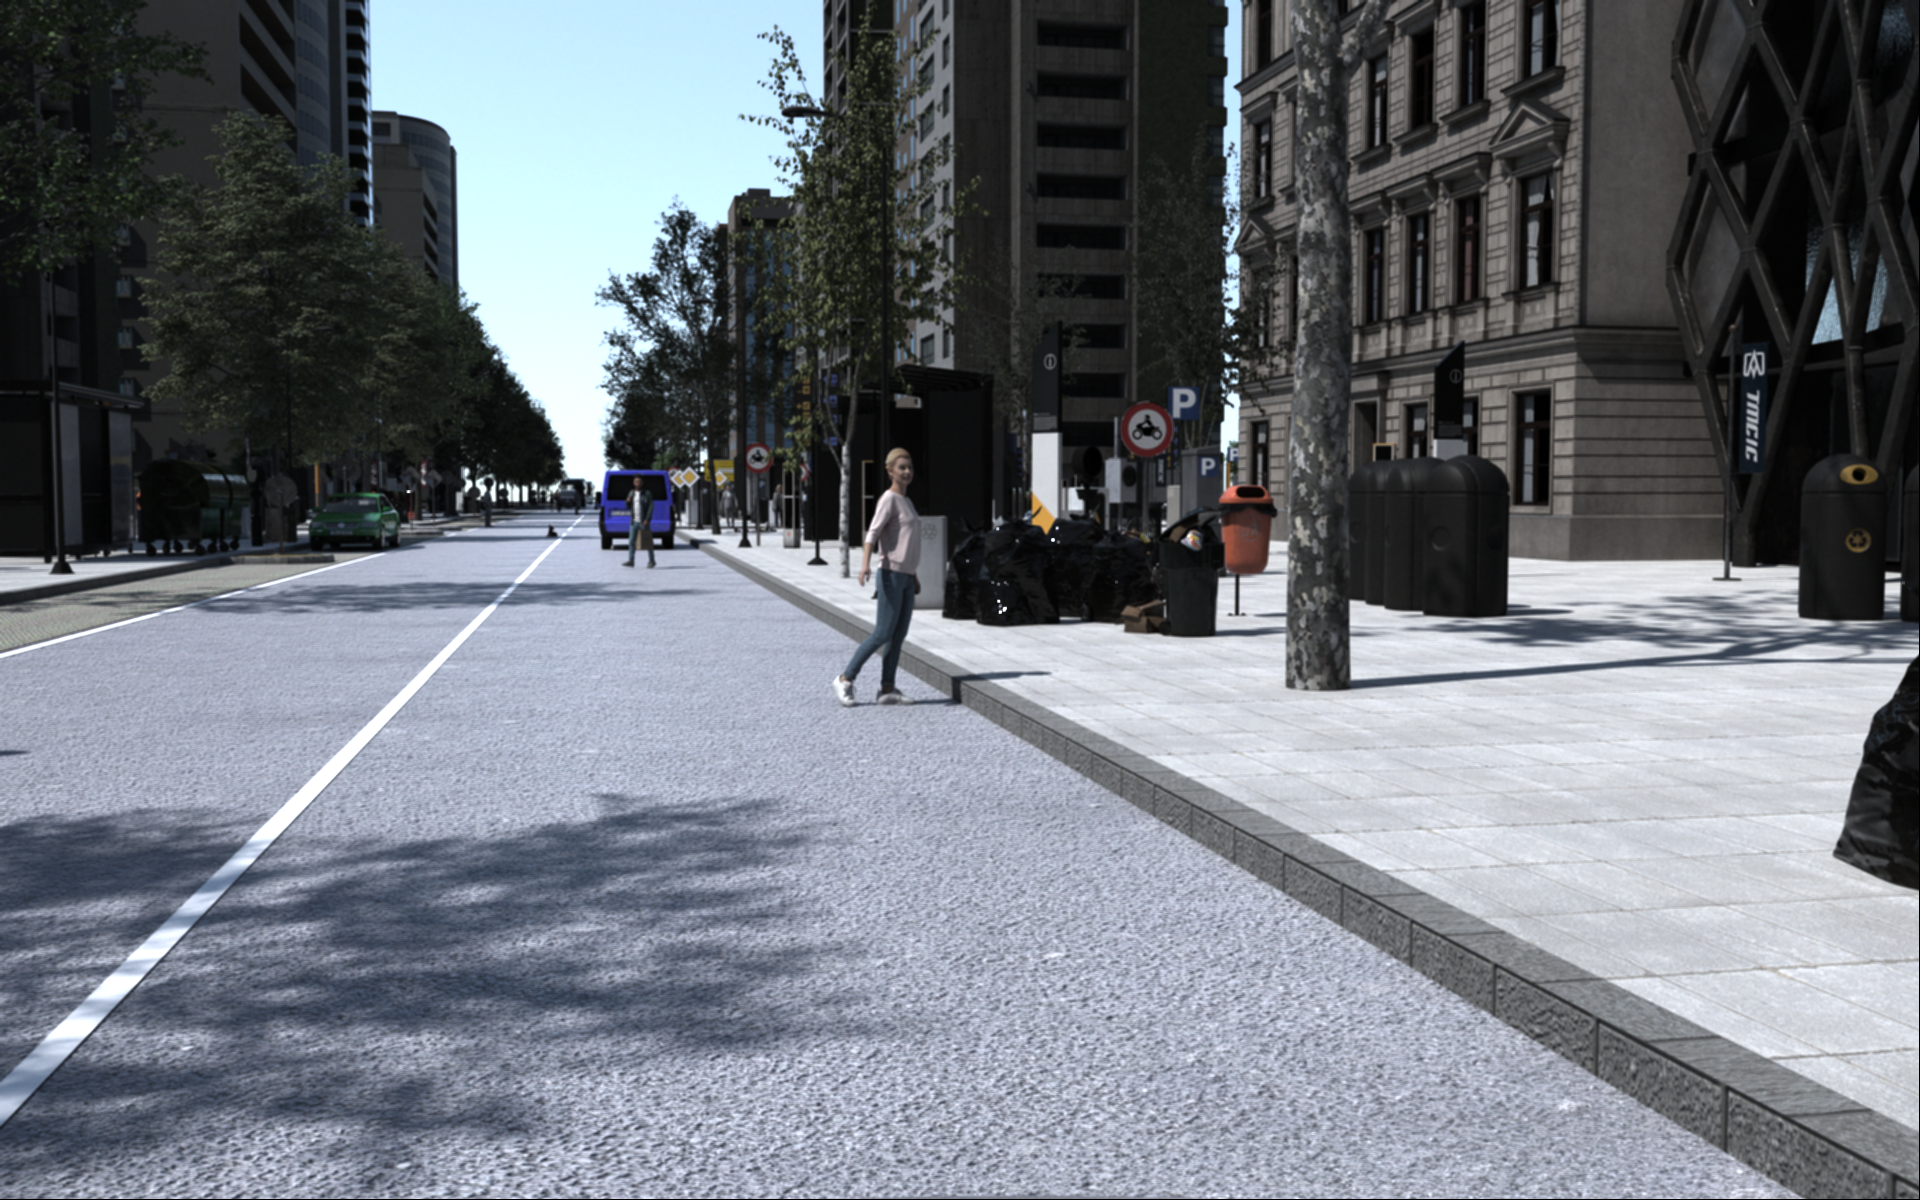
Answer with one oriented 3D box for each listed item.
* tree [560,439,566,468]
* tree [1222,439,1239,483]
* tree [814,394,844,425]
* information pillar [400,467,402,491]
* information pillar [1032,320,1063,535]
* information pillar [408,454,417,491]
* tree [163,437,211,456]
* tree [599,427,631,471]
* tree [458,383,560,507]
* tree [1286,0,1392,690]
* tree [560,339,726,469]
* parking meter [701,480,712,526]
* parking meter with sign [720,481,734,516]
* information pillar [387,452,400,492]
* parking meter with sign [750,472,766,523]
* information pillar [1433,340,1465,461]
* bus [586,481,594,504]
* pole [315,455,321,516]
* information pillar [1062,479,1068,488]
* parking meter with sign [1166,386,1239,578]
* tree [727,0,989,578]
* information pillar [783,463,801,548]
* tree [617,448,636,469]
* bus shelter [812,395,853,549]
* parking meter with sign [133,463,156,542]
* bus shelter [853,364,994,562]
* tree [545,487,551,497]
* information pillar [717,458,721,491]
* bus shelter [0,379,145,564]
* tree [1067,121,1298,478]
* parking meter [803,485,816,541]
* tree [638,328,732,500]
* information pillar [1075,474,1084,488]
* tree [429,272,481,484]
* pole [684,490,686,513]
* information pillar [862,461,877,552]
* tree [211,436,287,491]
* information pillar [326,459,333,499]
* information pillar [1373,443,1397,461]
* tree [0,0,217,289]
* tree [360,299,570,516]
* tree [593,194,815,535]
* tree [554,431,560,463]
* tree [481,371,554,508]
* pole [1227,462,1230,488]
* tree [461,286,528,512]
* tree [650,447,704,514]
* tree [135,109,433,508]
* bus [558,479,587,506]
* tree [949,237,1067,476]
[{"bbox_3d":[-61.551,-20.578,254.573,7.486,12.596,7.792,0,3,0],"label":"tree"},{"bbox_3d":[14.548,-6.241,85.761,4.285,4.588,4.351,0,3,0],"label":"tree"},{"bbox_3d":[-8.772,-10.369,119.898,4.360,8.622,3.978,0,3,0],"label":"tree"},{"bbox_3d":[-42.969,-8.646,132.720,0.504,3.616,0.183,1,4,15],"label":"information pillar"},{"bbox_3d":[1.193,-1.967,23.522,0.504,3.616,0.183,3,5,44],"label":"information pillar"},{"bbox_3d":[-28.153,-5.983,89.169,0.504,3.616,0.183,-1,4,-21],"label":"information pillar"},{"bbox_3d":[-44.527,-7.142,100.477,4.285,4.588,4.351,0,3,0],"label":"tree"},{"bbox_3d":[-46.602,-19.474,244.147,9.928,11.665,9.643,0,3,0],"label":"tree"},{"bbox_3d":[-45.795,-16.118,173.903,12.009,13.543,11.850,0,3,0],"label":"tree"},{"bbox_3d":[1.450,-9.409,9.719,12.611,20.169,13.585,0,3,0],"label":"tree"},{"bbox_3d":[-22.019,-13.446,130.209,12.009,13.543,11.850,0,3,0],"label":"tree"},{"bbox_3d":[-10.306,-3.967,70.565,0.399,1.863,0.255,1,4,21],"label":"parking meter"},{"bbox_3d":[-13.233,-6.320,99.586,0.543,3.016,1.738,-3,5,-43],"label":"parking meter with sign"},{"bbox_3d":[-29.485,-6.026,89.874,0.504,3.616,0.183,1,4,8],"label":"information pillar"},{"bbox_3d":[-8.954,-4.940,77.022,0.543,3.016,1.738,-2,4,-30],"label":"parking meter with sign"},{"bbox_3d":[7.425,-2.138,26.313,0.504,3.616,0.183,-1,4,-19],"label":"information pillar"},{"bbox_3d":[-53.374,-15.322,245.369,2.948,3.499,13.247,-1,4,-10],"label":"bus"},{"bbox_3d":[-29.725,-5.279,80.148,0.158,3.312,0.155,0,3,0],"label":"pole"},{"bbox_3d":[5.218,-5.053,87.107,0.304,2.012,0.304,-1,4,-19],"label":"information pillar"},{"bbox_3d":[3.778,-1.900,27.331,0.543,3.016,1.738,-1,4,-12],"label":"parking meter with sign"},{"bbox_3d":[-1.689,-4.657,26.506,4.737,8.622,4.395,0,3,0],"label":"tree"},{"bbox_3d":[-3.999,-2.243,41.161,0.304,2.012,0.304,2,4,24],"label":"information pillar"},{"bbox_3d":[-35.395,-14.826,192.765,4.737,8.622,4.395,0,3,0],"label":"tree"},{"bbox_3d":[-2.870,-3.194,43.501,1.731,3.624,6.357,-1,4,-12],"label":"bus shelter"},{"bbox_3d":[-22.323,-3.037,45.922,1.738,3.016,0.543,-1,4,-8],"label":"parking meter with sign"},{"bbox_3d":[-0.766,-2.640,34.447,1.731,3.624,6.357,-1,4,-12],"label":"bus shelter"},{"bbox_3d":[-65.577,-19.859,275.048,4.737,8.622,4.395,0,3,0],"label":"tree"},{"bbox_3d":[-15.805,-7.352,111.552,0.504,3.616,0.183,1,4,11],"label":"information pillar"},{"bbox_3d":[-17.832,-3.386,32.995,2.179,5.291,8.768,-1,4,-11],"label":"bus shelter"},{"bbox_3d":[5.057,-5.196,35.325,4.360,8.622,3.978,0,3,0],"label":"tree"},{"bbox_3d":[-4.121,-2.402,47.688,0.372,1.533,0.369,0,3,0],"label":"parking meter"},{"bbox_3d":[-11.717,-7.561,73.989,4.360,8.622,3.978,0,3,0],"label":"tree"},{"bbox_3d":[3.773,-3.002,53.577,0.304,2.012,0.304,-3,5,-44],"label":"information pillar"},{"bbox_3d":[-24.607,-9.465,72.882,7.486,12.596,7.792,0,3,0],"label":"tree"},{"bbox_3d":[-19.045,-7.733,120.285,0.158,3.312,0.155,0,3,0],"label":"pole"},{"bbox_3d":[-2.011,-2.077,38.454,0.304,2.012,0.304,0,4,-7],"label":"information pillar"},{"bbox_3d":[-38.481,-6.816,95.152,4.285,4.588,4.351,0,3,0],"label":"tree"},{"bbox_3d":[-40.550,-7.347,111.478,0.183,3.616,0.504,2,4,28],"label":"information pillar"},{"bbox_3d":[6.196,-1.272,25.297,0.304,2.012,0.304,1,4,23],"label":"information pillar"},{"bbox_3d":[-13.221,-5.831,21.086,9.928,11.665,9.643,0,3,0],"label":"tree"},{"bbox_3d":[-29.702,-11.214,100.349,9.611,12.733,9.660,0,3,0],"label":"tree"},{"bbox_3d":[-8.050,-7.347,54.535,7.601,10.594,8.767,0,4,-2],"label":"tree"},{"bbox_3d":[-50.697,-17.121,198.060,7.486,12.596,7.792,0,3,0],"label":"tree"},{"bbox_3d":[-40.902,-14.462,154.575,7.486,12.596,7.792,0,3,0],"label":"tree"},{"bbox_3d":[12.909,-5.467,83.229,0.158,3.312,0.155,0,3,0],"label":"pole"},{"bbox_3d":[-25.647,-9.563,82.107,9.928,11.665,9.643,0,3,0],"label":"tree"},{"bbox_3d":[-18.212,-7.812,111.440,4.285,4.588,4.351,0,3,0],"label":"tree"},{"bbox_3d":[-20.821,-8.205,52.286,7.486,12.596,7.792,0,3,0],"label":"tree"},{"bbox_3d":[-44.565,-12.544,199.958,2.948,3.499,13.247,-1,4,-10],"label":"bus"},{"bbox_3d":[1.918,-6.025,48.873,4.360,8.622,3.978,0,3,0],"label":"tree"}]
